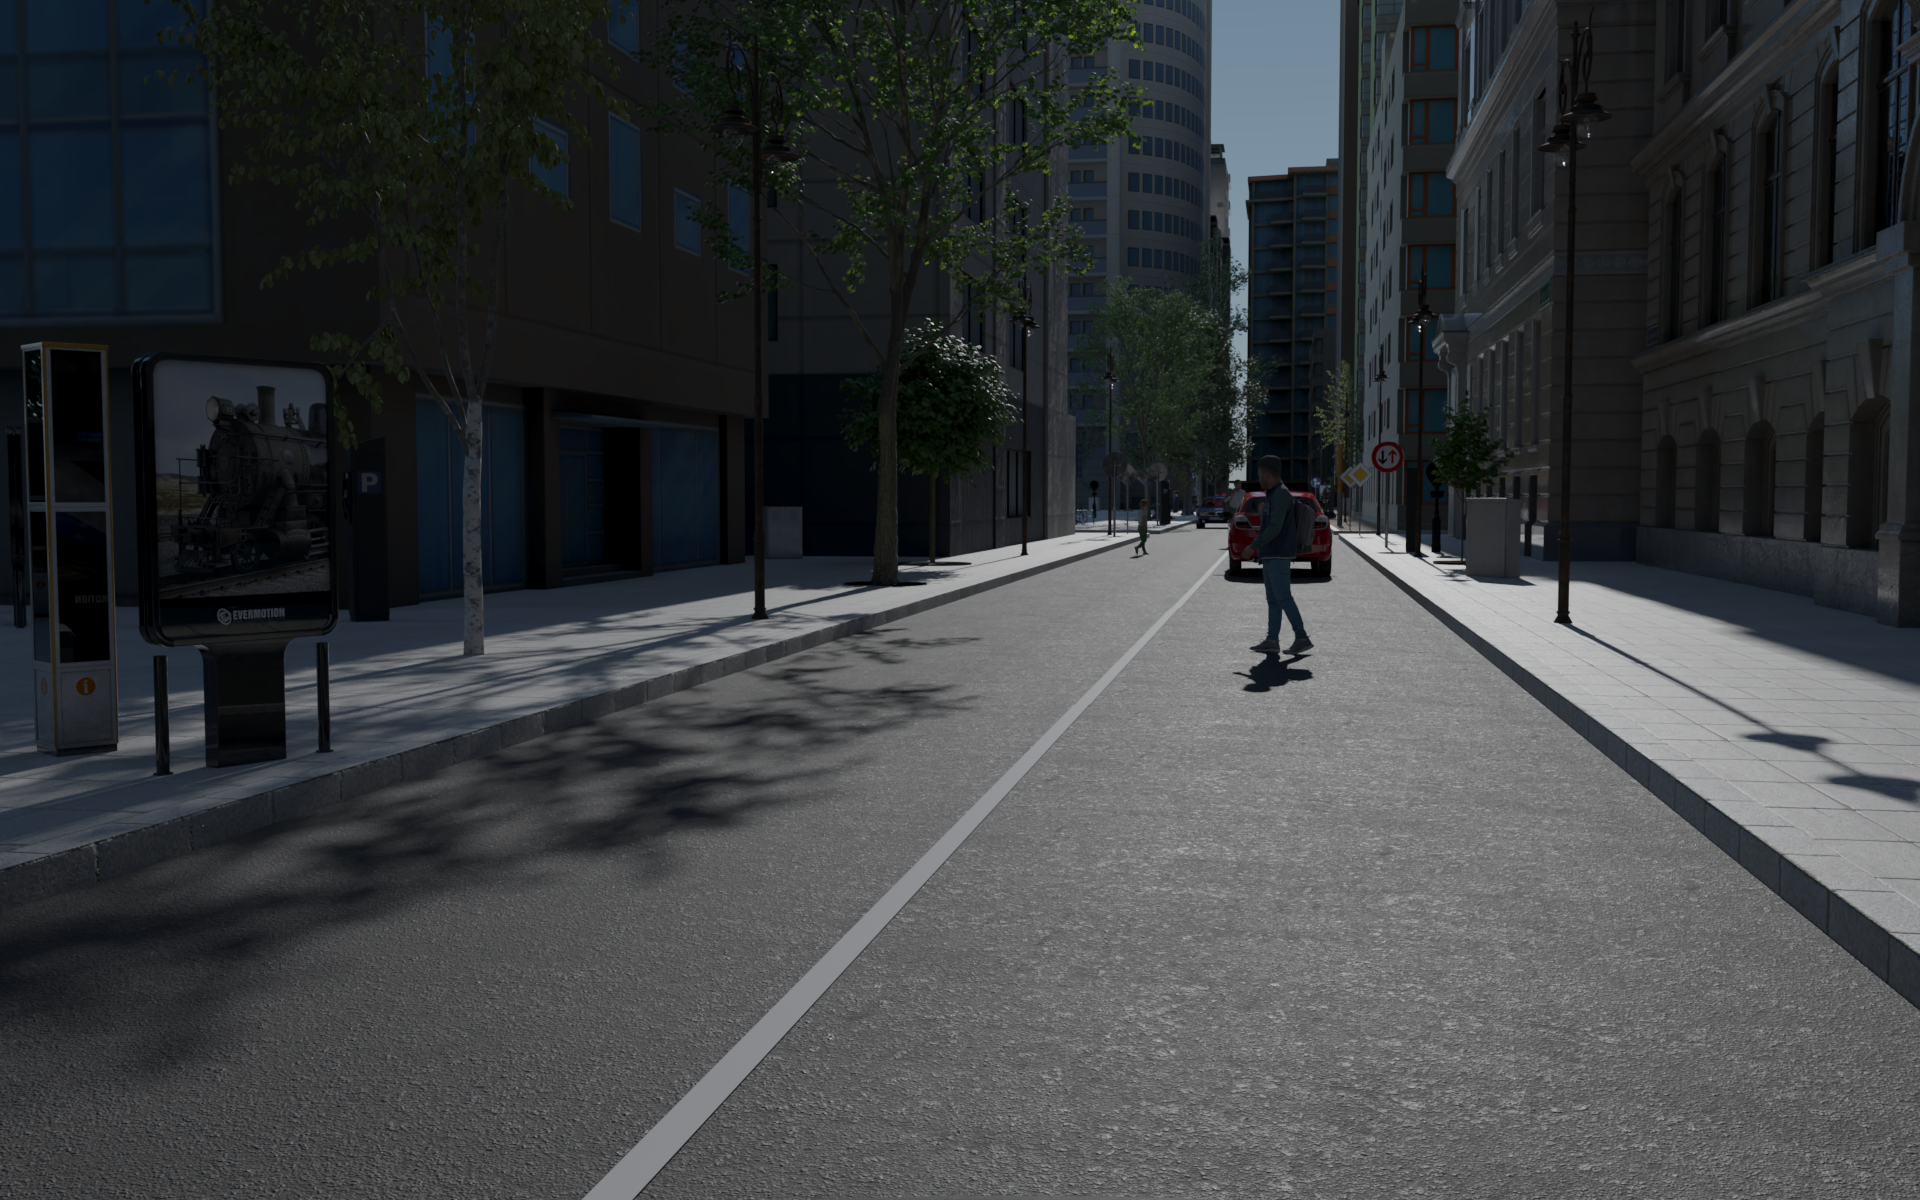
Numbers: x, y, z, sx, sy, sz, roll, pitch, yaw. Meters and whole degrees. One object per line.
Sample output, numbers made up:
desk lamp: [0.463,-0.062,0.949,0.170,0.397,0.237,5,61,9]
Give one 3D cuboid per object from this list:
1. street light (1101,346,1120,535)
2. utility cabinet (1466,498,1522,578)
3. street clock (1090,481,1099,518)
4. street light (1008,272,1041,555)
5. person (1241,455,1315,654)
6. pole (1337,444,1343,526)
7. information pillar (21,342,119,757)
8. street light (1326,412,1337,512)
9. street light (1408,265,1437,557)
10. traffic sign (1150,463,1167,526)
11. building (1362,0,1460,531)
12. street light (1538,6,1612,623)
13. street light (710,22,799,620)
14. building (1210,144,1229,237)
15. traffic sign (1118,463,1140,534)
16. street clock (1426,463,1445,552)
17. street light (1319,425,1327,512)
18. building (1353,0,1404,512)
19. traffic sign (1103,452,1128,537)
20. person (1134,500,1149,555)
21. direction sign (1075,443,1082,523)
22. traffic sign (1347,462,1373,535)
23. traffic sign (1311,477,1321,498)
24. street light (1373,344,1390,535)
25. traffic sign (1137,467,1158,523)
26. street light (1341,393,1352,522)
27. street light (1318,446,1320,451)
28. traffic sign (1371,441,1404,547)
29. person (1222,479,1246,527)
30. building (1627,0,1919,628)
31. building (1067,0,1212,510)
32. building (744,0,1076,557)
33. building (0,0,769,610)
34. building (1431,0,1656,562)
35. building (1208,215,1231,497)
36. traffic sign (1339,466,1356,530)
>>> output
street light: [4.690,-4.971,54.068,0.468,5.910,1.993,1,4,11]
utility cabinet: [8.265,-0.959,26.844,0.306,1.237,1.020,-1,4,-19]
street clock: [7.171,-5.374,92.439,0.471,2.002,0.358,2,4,25]
street light: [1.351,-3.875,36.143,0.468,5.910,1.993,1,4,11]
person: [2.866,-0.418,15.679,0.721,1.781,0.623,0,4,-1]
pole: [15.452,-4.682,70.393,0.158,3.312,0.155,0,3,0]
information pillar: [-4.407,-0.250,8.586,0.304,2.012,0.304,3,5,44]
street light: [21.171,-7.666,98.132,0.468,5.910,1.993,1,4,11]
street light: [9.344,-3.814,35.154,0.468,5.910,1.993,1,4,11]
traffic sign: [7.985,-4.271,69.939,0.768,2.556,0.104,1,4,11]
building: [32.150,-13.841,71.341,28.899,21.520,27.650,1,4,11]
street light: [6.008,-2.709,17.077,0.468,5.910,1.993,1,4,11]
street light: [-2.053,-2.741,17.602,0.468,5.910,1.993,1,4,11]
building: [24.579,-31.884,204.900,14.086,41.232,14.154,1,4,11]
traffic sign: [5.367,-3.166,55.408,0.795,2.450,0.064,1,4,11]
street clock: [10.514,-2.056,38.188,0.471,2.002,0.358,1,4,22]
street light: [24.541,-8.762,116.051,0.468,5.910,1.993,1,4,11]
building: [36.107,-27.097,126.622,14.154,41.232,14.086,1,4,11]
traffic sign: [4.653,-3.181,52.123,0.768,2.556,0.104,1,4,20]
person: [4.271,-1.711,40.721,0.306,1.304,0.590,3,5,42]
direction sign: [5.200,-5.246,77.777,0.379,3.537,0.876,-2,4,-30]
traffic sign: [12.485,-3.084,54.063,0.795,2.450,0.064,1,4,11]
traffic sign: [27.185,-8.084,132.286,0.768,2.556,0.104,1,4,11]
street light: [12.984,-4.940,53.564,0.468,5.910,1.993,1,4,11]
traffic sign: [6.832,-3.646,63.258,0.795,2.450,0.064,1,4,11]
street light: [17.746,-6.535,79.639,0.468,5.910,1.993,1,4,11]
street light: [28.019,-9.908,134.775,0.468,5.910,1.993,1,4,11]
traffic sign: [10.263,-2.538,41.609,0.768,2.556,0.104,1,4,15]
person: [7.455,-2.350,47.030,0.679,1.850,0.850,0,4,2]
building: [14.481,-11.907,13.758,14.460,24.649,34.723,1,4,11]
building: [10.853,-37.325,152.265,21.231,58.520,28.212,1,4,11]
building: [-8.328,-37.100,44.831,20.611,71.187,20.563,1,4,11]
building: [-11.668,-22.960,25.507,14.600,45.320,14.200,1,4,11]
building: [19.037,-15.579,40.627,13.634,28.700,20.117,1,4,11]
building: [22.046,-25.475,188.212,14.160,30.474,14.107,1,4,11]
traffic sign: [13.950,-3.564,61.913,0.795,2.450,0.064,1,4,11]
